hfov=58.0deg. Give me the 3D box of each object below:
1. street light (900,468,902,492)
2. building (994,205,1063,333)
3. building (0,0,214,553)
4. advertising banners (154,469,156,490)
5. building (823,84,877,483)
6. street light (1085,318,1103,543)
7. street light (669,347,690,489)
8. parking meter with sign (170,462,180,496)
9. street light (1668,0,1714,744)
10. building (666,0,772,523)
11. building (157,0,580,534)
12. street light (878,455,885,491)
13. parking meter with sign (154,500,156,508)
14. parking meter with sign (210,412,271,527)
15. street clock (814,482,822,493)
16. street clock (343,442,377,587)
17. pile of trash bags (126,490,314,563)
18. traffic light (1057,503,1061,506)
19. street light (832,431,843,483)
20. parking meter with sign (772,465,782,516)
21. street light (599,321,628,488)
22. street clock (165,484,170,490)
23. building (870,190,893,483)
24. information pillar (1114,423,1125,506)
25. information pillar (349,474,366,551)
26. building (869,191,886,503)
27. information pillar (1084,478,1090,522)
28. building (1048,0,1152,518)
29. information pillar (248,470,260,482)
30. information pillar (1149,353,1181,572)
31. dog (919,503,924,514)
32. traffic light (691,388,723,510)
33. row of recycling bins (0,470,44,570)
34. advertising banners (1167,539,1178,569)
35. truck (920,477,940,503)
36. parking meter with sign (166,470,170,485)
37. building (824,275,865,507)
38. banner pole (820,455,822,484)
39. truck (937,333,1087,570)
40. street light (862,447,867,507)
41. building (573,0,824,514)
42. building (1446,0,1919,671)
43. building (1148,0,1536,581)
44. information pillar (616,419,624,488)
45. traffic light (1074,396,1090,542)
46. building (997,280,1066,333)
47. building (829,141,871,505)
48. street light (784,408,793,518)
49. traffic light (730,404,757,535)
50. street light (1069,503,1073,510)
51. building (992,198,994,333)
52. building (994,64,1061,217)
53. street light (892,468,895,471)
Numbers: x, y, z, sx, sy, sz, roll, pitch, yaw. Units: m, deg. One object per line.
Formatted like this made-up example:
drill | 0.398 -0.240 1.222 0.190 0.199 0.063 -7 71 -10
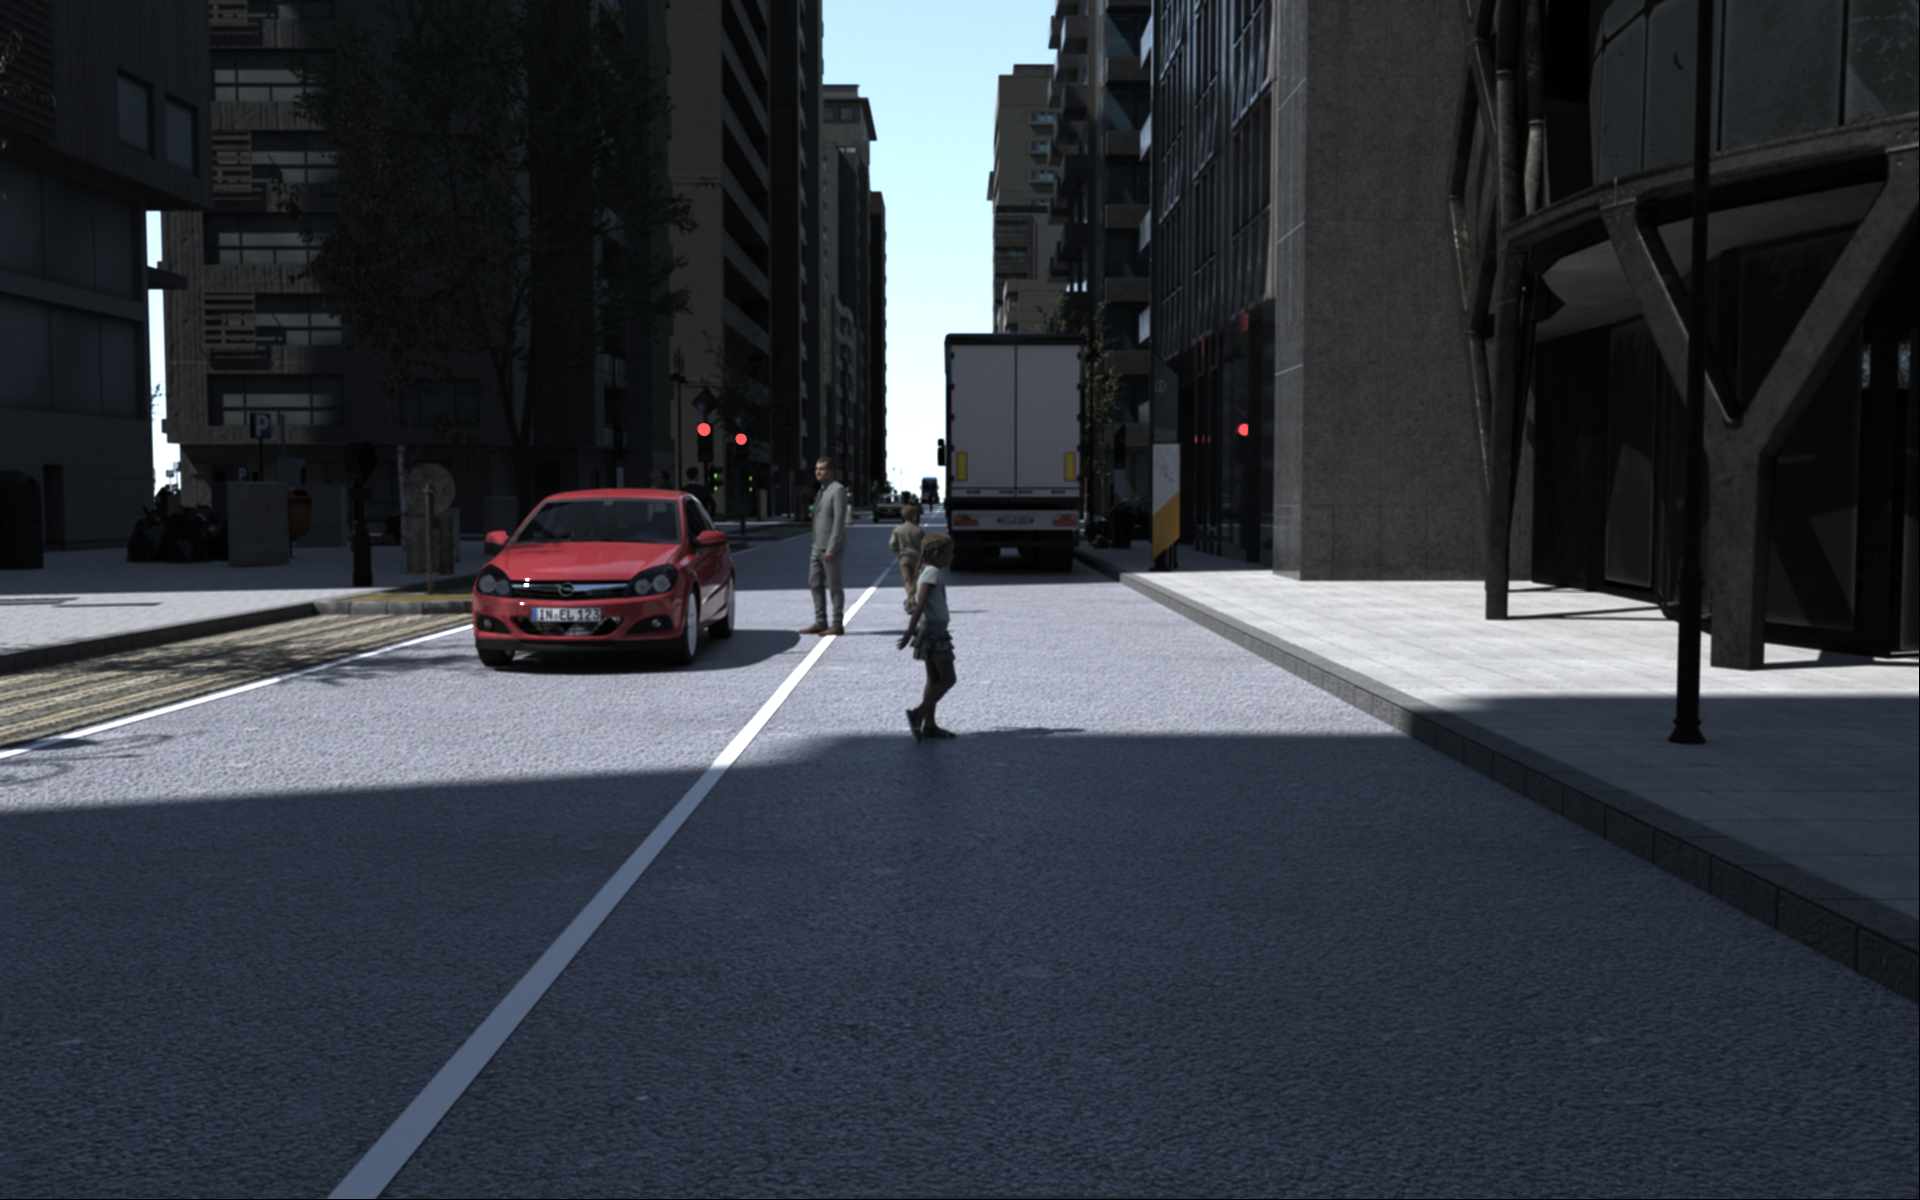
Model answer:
street light | -9.745 -19.251 287.538 0.468 5.910 1.993 0 4 0
building | 10.395 -24.689 175.363 14.160 30.474 14.107 0 4 0
building | -32.333 -26.997 30.642 27.495 52.752 28.713 0 4 0
advertising banners | -55.132 -7.459 118.147 0.090 3.025 2.074 -3 4 -39
building | -25.666 -39.037 227.492 28.713 52.752 27.495 0 4 0
street light | 3.465 -4.455 45.624 0.468 5.910 1.993 0 4 0
street light | -8.829 -5.002 54.570 0.468 5.910 1.993 0 4 0
parking meter with sign | -41.713 -5.977 93.985 0.543 3.016 1.738 2 4 33
street light | 3.761 -2.201 8.781 0.468 5.910 1.993 0 4 0
building | -21.223 -28.276 86.022 21.300 48.544 21.600 0 4 0
building | -18.247 -23.050 60.463 14.154 41.232 14.086 0 4 0
street light | -9.530 -14.792 214.637 0.468 5.910 1.993 0 4 0
parking meter with sign | -53.532 -7.183 113.695 0.543 3.016 1.738 1 4 19
parking meter with sign | -15.802 -2.523 37.505 1.738 3.016 0.543 1 4 18
street clock | -8.674 -6.186 105.705 0.471 2.002 0.358 -2 4 -30
street clock | -8.301 -1.189 24.016 0.358 2.002 0.471 1 4 13
pile of trash bags | -14.190 -1.461 33.640 1.912 1.369 3.447 3 4 39
traffic light | 3.058 -3.979 53.971 0.839 4.253 0.868 0 4 0
street light | -9.123 -9.659 130.705 0.468 5.910 1.993 0 4 0
parking meter with sign | -10.795 -6.469 102.030 0.543 3.016 1.738 -1 4 -14
street light | -8.814 -4.366 44.177 0.468 5.910 1.993 0 4 0
street clock | -58.055 -7.486 126.965 0.358 2.002 0.471 0 4 6
building | -22.794 -39.858 271.281 23.786 49.044 30.456 0 4 0
information pillar | 5.283 -4.031 57.265 0.504 3.616 0.183 -3 5 -43
information pillar | -13.502 -2.099 38.815 0.304 2.012 0.304 -2 4 -30
building | -17.847 -36.637 249.129 14.600 45.320 14.200 0 4 0
information pillar | 5.944 -4.640 80.358 0.304 2.012 0.304 -1 4 -11
building | 16.410 -29.150 96.212 23.786 49.044 30.456 0 4 0
information pillar | -22.029 -3.031 54.056 0.304 2.012 0.304 -3 5 -45
information pillar | 3.402 -2.281 28.649 0.504 3.616 0.183 3 4 36
dog | -2.656 -6.523 123.479 0.800 0.831 0.513 -3 5 -40
traffic light | -6.719 -3.487 45.929 0.839 4.253 0.868 0 4 0
row of recycling bins | -16.916 -1.306 28.474 1.069 1.692 3.534 2 4 29
advertising banners | 3.680 -2.089 30.346 0.090 3.025 2.074 0 4 1
truck | -4.617 -17.402 274.287 2.967 4.110 18.799 0 4 0
parking meter with sign | -56.143 -7.793 123.676 0.543 3.016 1.738 -3 5 -39
building | -24.178 -20.120 173.996 27.650 21.520 28.899 0 4 0
banner pole | -8.746 -7.361 110.369 0.401 3.779 0.863 1 4 18
truck | 0.928 -2.867 35.783 2.839 4.237 11.283 0 4 0
street light | -9.273 -11.879 167.017 0.468 5.910 1.993 0 4 0
building | -16.397 -26.288 113.399 14.154 41.232 14.086 0 4 0
building | 13.487 -9.100 16.245 16.820 18.784 16.811 0 4 0
building | 10.978 -13.254 34.728 12.078 24.808 19.932 0 4 0
information pillar | -10.496 -3.786 53.257 0.183 3.616 0.504 1 4 15
traffic light | 3.092 -3.490 45.986 0.839 4.253 0.868 0 4 0
building | 17.491 -18.909 154.203 27.650 21.520 28.899 0 4 0
building | -17.505 -31.271 194.875 14.154 41.232 14.086 0 4 0
street light | -9.006 -7.223 90.881 0.468 5.910 1.993 0 4 0
traffic light | -6.753 -3.975 53.914 0.839 4.253 0.868 0 4 0
street light | 3.566 -5.063 55.569 0.468 5.910 1.993 0 4 0
building | 15.822 -38.211 244.352 23.786 49.044 30.456 0 4 0
building | 14.638 -34.798 192.650 21.300 48.544 21.600 0 4 0
street light | -9.558 -17.013 250.949 0.468 5.910 1.993 0 4 0
